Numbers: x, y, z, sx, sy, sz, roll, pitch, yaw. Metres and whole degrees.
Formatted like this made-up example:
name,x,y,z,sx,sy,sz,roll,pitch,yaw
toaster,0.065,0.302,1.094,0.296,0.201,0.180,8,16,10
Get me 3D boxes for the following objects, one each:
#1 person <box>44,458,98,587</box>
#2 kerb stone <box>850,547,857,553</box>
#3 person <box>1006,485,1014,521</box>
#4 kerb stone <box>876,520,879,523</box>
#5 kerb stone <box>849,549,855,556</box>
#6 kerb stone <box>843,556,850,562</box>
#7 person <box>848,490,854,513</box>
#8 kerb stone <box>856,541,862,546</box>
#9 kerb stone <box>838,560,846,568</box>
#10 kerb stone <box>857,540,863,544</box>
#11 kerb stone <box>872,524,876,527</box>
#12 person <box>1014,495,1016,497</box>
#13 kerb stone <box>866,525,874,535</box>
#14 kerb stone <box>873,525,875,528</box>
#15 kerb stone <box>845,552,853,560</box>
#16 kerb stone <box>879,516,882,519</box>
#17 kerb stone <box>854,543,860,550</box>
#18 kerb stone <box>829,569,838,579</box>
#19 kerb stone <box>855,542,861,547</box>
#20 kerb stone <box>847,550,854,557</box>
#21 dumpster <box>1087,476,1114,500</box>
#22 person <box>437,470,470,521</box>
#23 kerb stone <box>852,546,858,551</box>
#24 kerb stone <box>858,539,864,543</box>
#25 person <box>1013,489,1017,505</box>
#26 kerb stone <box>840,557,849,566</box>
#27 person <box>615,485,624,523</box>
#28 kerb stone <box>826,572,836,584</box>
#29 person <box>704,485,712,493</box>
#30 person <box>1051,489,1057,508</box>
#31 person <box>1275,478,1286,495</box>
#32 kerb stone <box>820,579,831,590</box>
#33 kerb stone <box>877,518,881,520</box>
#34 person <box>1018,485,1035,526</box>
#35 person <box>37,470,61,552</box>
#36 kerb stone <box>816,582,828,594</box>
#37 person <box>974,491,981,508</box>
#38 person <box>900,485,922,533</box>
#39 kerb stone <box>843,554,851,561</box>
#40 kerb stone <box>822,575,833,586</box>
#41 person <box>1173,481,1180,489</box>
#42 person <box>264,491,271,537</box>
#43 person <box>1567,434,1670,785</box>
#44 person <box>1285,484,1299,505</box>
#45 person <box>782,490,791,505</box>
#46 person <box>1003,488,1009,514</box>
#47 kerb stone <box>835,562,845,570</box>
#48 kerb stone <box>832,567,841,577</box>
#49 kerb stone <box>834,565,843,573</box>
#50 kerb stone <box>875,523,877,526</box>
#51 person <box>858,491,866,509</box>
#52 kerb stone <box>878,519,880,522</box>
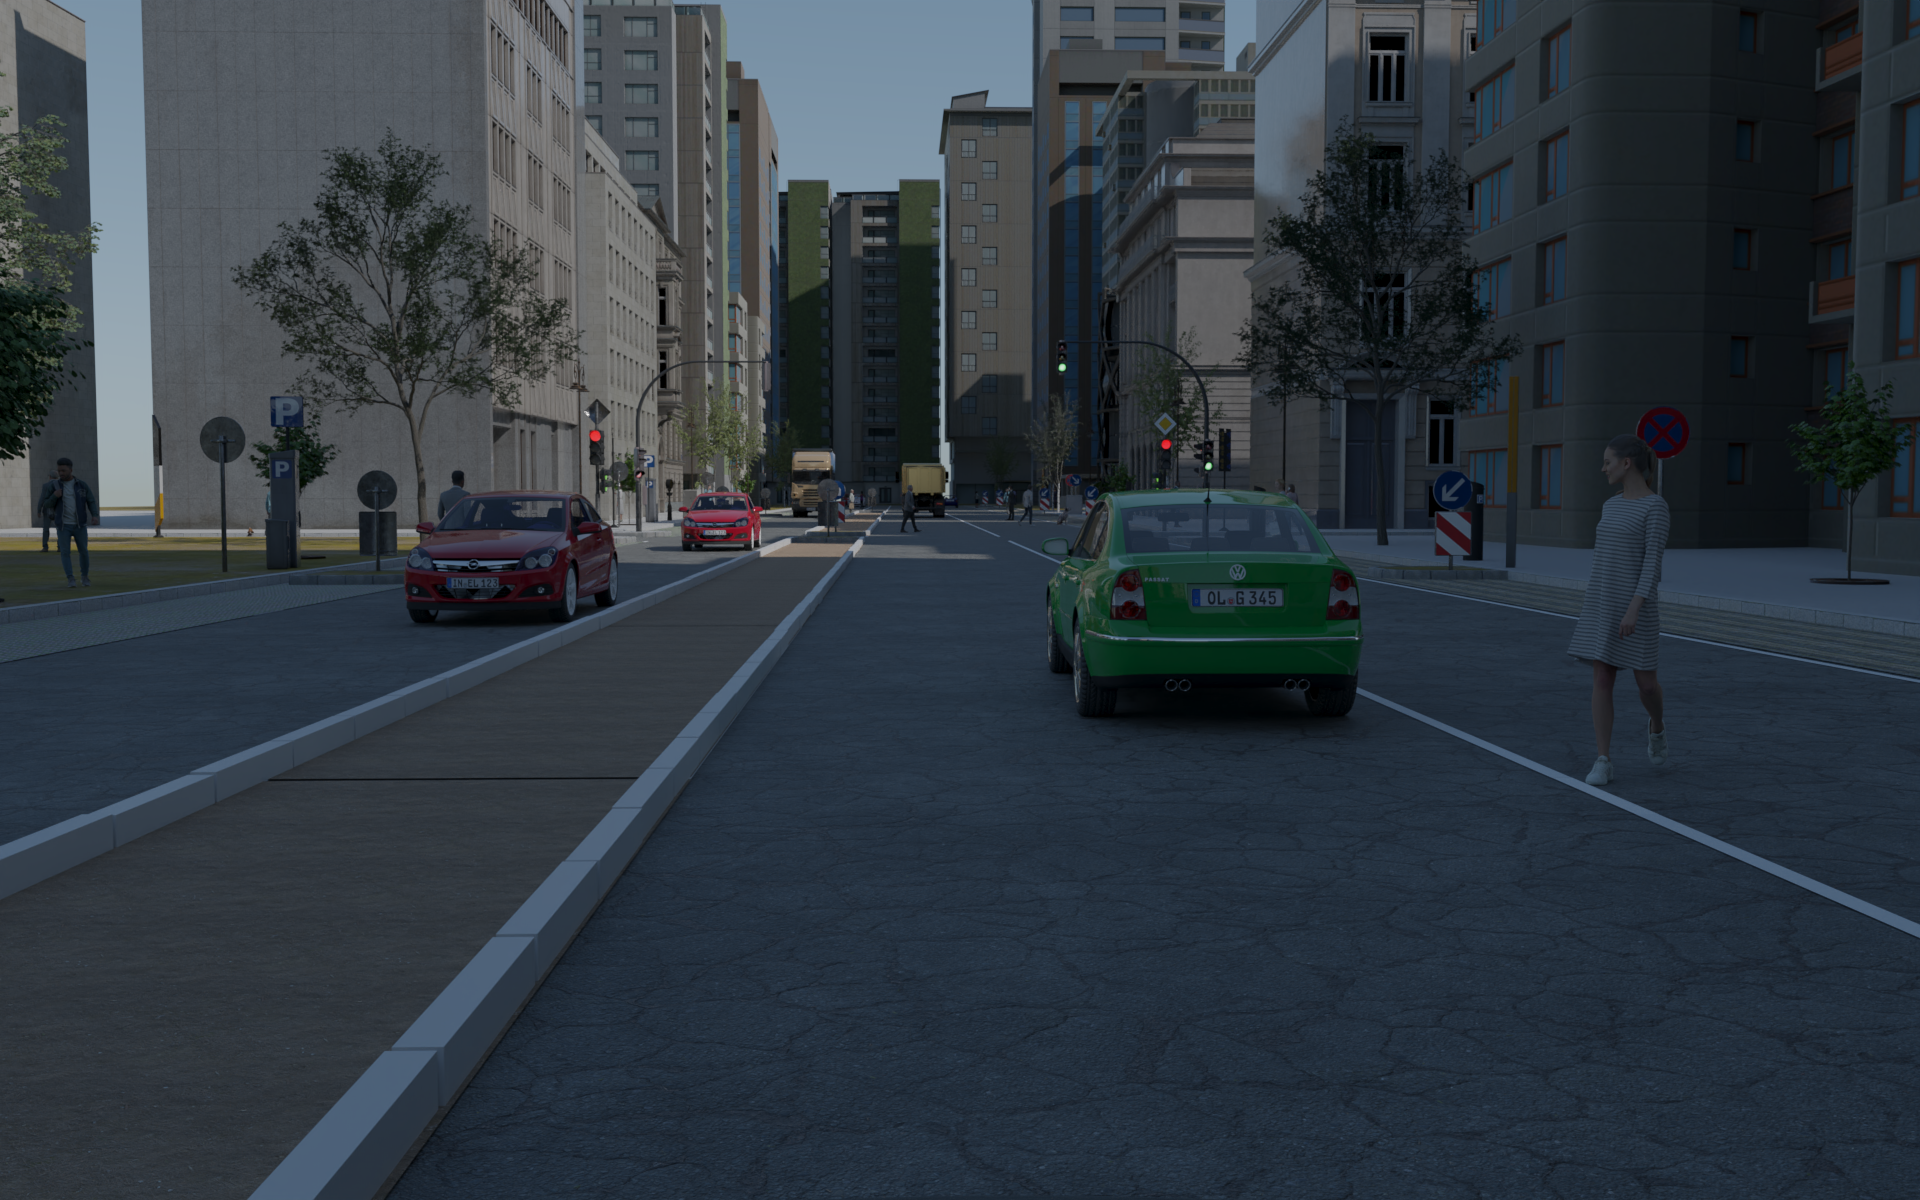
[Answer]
name,x,y,z,sx,sy,sz,roll,pitch,yaw
person,-12.272,-1.071,23.903,0.623,1.781,0.721,-3,5,-40
kerb stone,-2.479,-1.048,39.368,0.120,0.150,1.000,0,4,-2
person,2.712,-5.261,93.876,0.474,1.900,0.648,0,4,-3
kerb stone,-3.783,-3.339,76.793,0.120,0.150,1.000,0,4,-2
kerb stone,-2.453,-0.988,38.346,0.120,0.150,1.000,0,4,-2
kerb stone,-2.307,-0.735,34.247,0.120,0.150,1.000,0,4,-2
person,-8.133,-7.358,129.294,0.515,1.767,0.782,0,4,6
kerb stone,-2.650,-1.362,44.502,0.120,0.150,1.000,0,4,-2
kerb stone,-2.240,-0.610,32.195,0.120,0.150,1.000,0,4,-2
kerb stone,-2.698,-1.427,45.522,0.120,0.150,1.000,0,4,-2
kerb stone,-3.461,-2.774,67.552,0.120,0.150,1.000,0,4,-2
person,5.548,-11.064,186.898,0.705,1.831,1.348,-3,5,-44
kerb stone,-3.398,-2.649,65.500,0.120,0.150,1.000,0,4,-2
kerb stone,-3.423,-2.710,66.525,0.120,0.150,1.000,0,4,-2
kerb stone,-2.379,-0.862,36.293,0.120,0.150,1.000,0,4,-2
kerb stone,-4.217,-4.091,89.079,0.120,0.150,1.000,0,4,-2
kerb stone,-2.589,-1.239,42.449,0.120,0.150,1.000,0,4,-2
kerb stone,-2.093,-0.357,28.106,0.120,0.150,1.000,0,4,-2
kerb stone,-2.622,-1.301,43.471,0.120,0.150,1.000,0,4,-2
kerb stone,-2.411,-0.925,37.317,0.120,0.150,1.000,0,4,-2
dumpster,7.880,-5.749,96.487,1.502,2.255,1.985,0,4,-2
person,-7.659,-1.074,26.329,0.678,1.792,0.850,1,4,13
kerb stone,-2.518,-1.113,40.396,0.120,0.150,1.000,0,4,-2
kerb stone,-2.727,-1.485,46.544,0.120,0.150,1.000,0,4,-2
person,6.491,-12.135,204.315,0.709,1.838,0.599,3,5,41
kerb stone,-2.262,-0.675,33.226,0.120,0.150,1.000,0,4,-2
person,-15.438,-4.379,78.201,0.524,1.755,0.480,0,4,5
kerb stone,-2.056,-0.297,27.084,0.120,0.150,1.000,0,4,-2
person,-14.897,-5.910,102.537,0.638,1.841,0.748,-1,4,-14
person,8.408,-9.049,154.447,0.568,1.767,0.683,-1,4,-16
person,7.155,-1.817,38.568,0.624,1.780,0.694,1,4,22
kerb stone,-1.986,-0.173,25.031,0.120,0.150,1.000,0,4,-2
kerb stone,-3.988,-3.713,82.931,0.120,0.150,1.000,0,4,-2
person,2.996,-4.218,77.306,0.795,1.843,0.661,-2,4,-33
person,-20.076,-1.961,38.286,0.590,1.801,0.661,3,5,39
kerb stone,-1.951,-0.111,24.009,0.120,0.150,1.000,0,4,-2
person,1.807,-10.325,178.095,0.721,1.735,1.217,-2,4,-32
person,-1.816,-3.406,64.589,0.834,1.777,0.661,0,4,-8
kerb stone,-2.342,-0.800,35.272,0.120,0.150,1.000,0,4,-2
kerb stone,-2.024,-0.237,26.063,0.120,0.150,1.000,0,4,-2
person,8.414,-3.722,67.087,0.419,1.800,0.721,1,4,9
person,-20.966,-2.711,52.852,0.660,1.820,0.620,1,4,17
person,3.360,0.031,8.740,0.466,1.731,0.760,3,4,37
person,10.471,-2.768,54.343,0.593,1.750,0.643,-2,4,-32
person,-20.089,-11.858,200.648,1.217,1.735,0.721,0,4,2
person,3.367,-6.971,122.341,0.638,1.841,0.748,1,4,13
kerb stone,-2.197,-0.548,31.174,0.120,0.150,1.000,0,4,-2
kerb stone,-2.127,-0.424,29.131,0.120,0.150,1.000,0,4,-2
kerb stone,-2.163,-0.477,30.153,0.120,0.150,1.000,0,4,-2
kerb stone,-3.571,-2.962,70.620,0.120,0.150,1.000,0,4,-2
person,-9.603,-9.739,168.413,0.721,1.739,1.217,3,5,43
kerb stone,-3.960,-3.652,81.909,0.120,0.150,1.000,0,4,-2
